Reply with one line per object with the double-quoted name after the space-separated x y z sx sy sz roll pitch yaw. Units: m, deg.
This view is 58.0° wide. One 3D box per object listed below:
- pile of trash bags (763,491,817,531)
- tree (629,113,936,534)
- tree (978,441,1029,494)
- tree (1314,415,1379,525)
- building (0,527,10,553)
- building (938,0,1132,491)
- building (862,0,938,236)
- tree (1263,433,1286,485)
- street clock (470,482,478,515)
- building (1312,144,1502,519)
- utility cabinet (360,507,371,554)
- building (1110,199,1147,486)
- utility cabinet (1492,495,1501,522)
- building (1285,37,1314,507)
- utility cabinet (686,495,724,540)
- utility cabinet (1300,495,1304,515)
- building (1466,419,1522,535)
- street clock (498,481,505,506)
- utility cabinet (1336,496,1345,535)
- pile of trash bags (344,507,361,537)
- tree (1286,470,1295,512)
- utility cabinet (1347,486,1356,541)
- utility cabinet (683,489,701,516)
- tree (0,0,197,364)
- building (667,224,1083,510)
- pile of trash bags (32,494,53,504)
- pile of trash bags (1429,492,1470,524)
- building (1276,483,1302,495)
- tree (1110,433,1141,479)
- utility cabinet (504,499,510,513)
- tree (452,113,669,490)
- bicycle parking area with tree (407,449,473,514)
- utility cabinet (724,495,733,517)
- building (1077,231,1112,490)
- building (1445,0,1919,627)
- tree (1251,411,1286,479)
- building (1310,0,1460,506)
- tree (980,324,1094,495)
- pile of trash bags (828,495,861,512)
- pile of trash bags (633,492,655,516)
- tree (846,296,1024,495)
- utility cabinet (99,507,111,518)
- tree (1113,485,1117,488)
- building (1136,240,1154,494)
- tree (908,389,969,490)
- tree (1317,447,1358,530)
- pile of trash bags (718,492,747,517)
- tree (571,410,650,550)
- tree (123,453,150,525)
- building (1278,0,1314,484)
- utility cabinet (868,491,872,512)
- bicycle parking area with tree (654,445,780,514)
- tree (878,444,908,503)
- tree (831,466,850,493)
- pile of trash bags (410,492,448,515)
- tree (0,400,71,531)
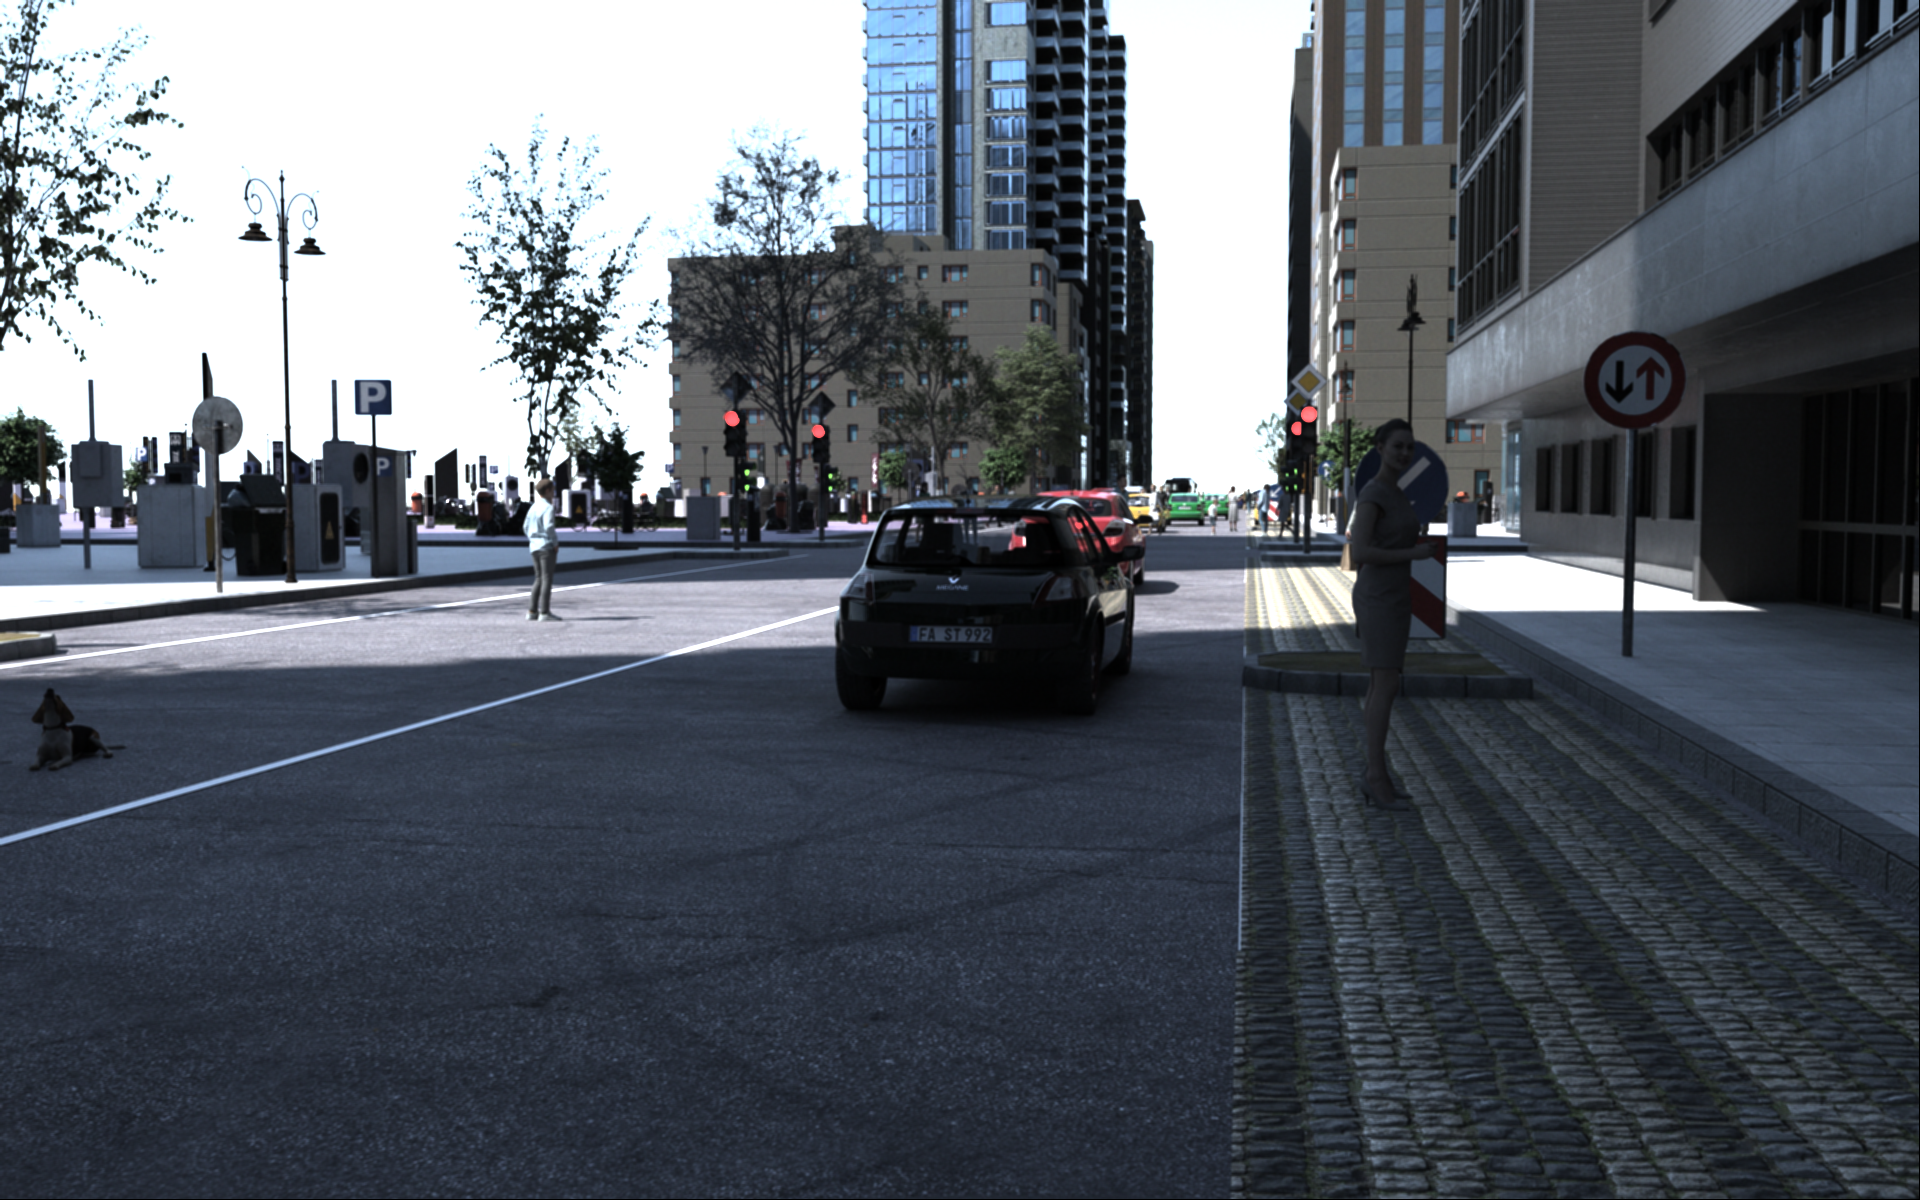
-6.116 -3.163 61.470 1.912 1.369 3.447 0 4 3 "pile of trash bags"
-5.563 -8.940 56.532 12.009 13.543 11.850 0 3 0 "tree"
2.673 -7.422 105.058 4.285 4.588 4.351 0 3 0 "tree"
16.168 -5.379 71.667 4.285 4.588 4.351 0 3 0 "tree"
-33.944 -29.811 29.408 28.212 58.520 21.231 1 4 9 "building"
11.230 -55.525 220.505 22.319 86.520 31.000 1 4 9 "building"
2.061 -52.202 166.178 22.319 86.520 31.000 1 4 9 "building"
37.840 -15.398 202.123 4.737 8.622 4.395 0 3 0 "tree"
-30.136 -6.285 107.334 0.471 2.002 0.358 2 4 32 "street clock"
34.841 -15.511 98.641 27.650 21.520 28.899 1 4 9 "building"
-12.336 -1.703 36.524 0.318 1.500 1.173 -3 4 -36 "utility cabinet"
15.469 -36.498 251.364 22.147 44.769 28.867 1 4 9 "building"
25.031 -4.247 80.599 1.020 1.237 0.306 -3 5 -40 "utility cabinet"
45.113 -34.022 179.955 21.300 48.544 21.600 1 4 9 "building"
-7.168 -2.279 48.421 1.020 1.237 0.306 2 4 32 "utility cabinet"
20.960 -5.802 106.028 1.020 1.237 0.306 1 4 14 "utility cabinet"
31.638 -26.508 53.014 30.456 49.044 23.786 1 4 9 "building"
-25.320 -5.590 95.969 0.358 2.002 0.471 3 5 45 "street clock"
12.123 -2.687 55.093 0.306 1.237 1.020 1 4 9 "utility cabinet"
-19.441 -2.614 52.487 3.447 1.369 1.912 3 5 43 "pile of trash bags"
27.059 -9.026 142.173 1.663 3.219 1.824 0 3 0 "tree"
10.698 -2.329 46.751 0.318 1.500 1.173 1 4 21 "utility cabinet"
-11.162 -3.881 72.137 0.318 1.500 1.173 1 4 15 "utility cabinet"
-11.052 -4.234 19.591 4.360 8.622 3.978 0 3 0 "tree"
-5.373 -17.959 138.671 27.650 21.520 28.899 1 4 9 "building"
-62.689 -6.569 117.147 1.912 1.369 3.447 1 4 10 "pile of trash bags"
21.319 -4.073 76.345 3.447 1.369 1.912 -3 5 -40 "pile of trash bags"
64.330 -34.838 261.485 32.217 40.220 23.993 1 4 9 "building"
18.425 -15.152 198.092 4.360 8.622 3.978 0 3 0 "tree"
-29.500 -6.368 112.798 0.318 1.500 1.173 -1 4 -18 "utility cabinet"
-8.162 -5.154 34.627 4.737 8.622 4.395 0 3 0 "tree"
-36.406 -7.730 113.387 9.016 4.147 8.231 -1 4 -23 "bicycle parking area with tree"
-12.441 -5.052 93.761 1.020 1.237 0.306 0 4 -7 "utility cabinet"
8.972 -25.557 189.565 14.160 30.474 14.107 1 4 9 "building"
14.575 -12.263 19.575 14.314 24.678 30.058 1 4 9 "building"
38.934 -17.340 209.259 9.928 11.665 9.643 0 3 0 "tree"
35.415 -29.879 138.637 14.600 45.320 14.200 1 4 9 "building"
5.045 -12.077 115.593 7.486 12.596 7.792 0 3 0 "tree"
-7.158 -5.473 99.235 3.447 1.369 1.912 3 5 41 "pile of trash bags"
-17.154 -5.073 92.695 1.912 1.369 3.447 0 4 -1 "pile of trash bags"
-0.848 -8.967 81.019 8.767 10.594 7.601 -2 4 -31 "tree"
-46.632 -5.097 94.496 0.306 1.237 1.020 0 4 -5 "utility cabinet"
17.918 -12.141 193.108 1.663 3.219 1.824 0 3 0 "tree"
22.967 -35.986 271.962 14.154 41.232 14.086 1 4 9 "building"
-1.526 -10.418 120.701 4.360 8.622 3.978 0 3 0 "tree"
13.920 -4.139 62.269 1.663 3.219 1.824 0 3 0 "tree"
-11.914 -5.276 96.021 3.447 1.369 1.912 1 4 22 "pile of trash bags"
-7.889 -2.776 39.982 1.663 3.219 1.824 0 3 0 "tree"
-33.746 -4.698 71.419 1.663 3.219 1.824 0 3 0 "tree"
54.877 -56.332 233.702 22.319 86.520 31.000 1 4 9 "building"
-6.007 -6.583 116.317 0.318 1.500 1.173 -2 4 -27 "utility cabinet"
-13.188 -7.103 103.130 8.231 4.147 9.016 3 5 42 "bicycle parking area with tree"
-3.865 -7.833 111.777 4.285 4.588 4.351 0 3 0 "tree"
-8.342 -7.568 118.345 1.663 3.219 1.824 0 3 0 "tree"
-23.668 -4.192 78.292 1.912 1.369 3.447 1 4 18 "pile of trash bags"
-32.880 -4.717 60.834 4.285 4.588 4.351 0 3 0 "tree"
